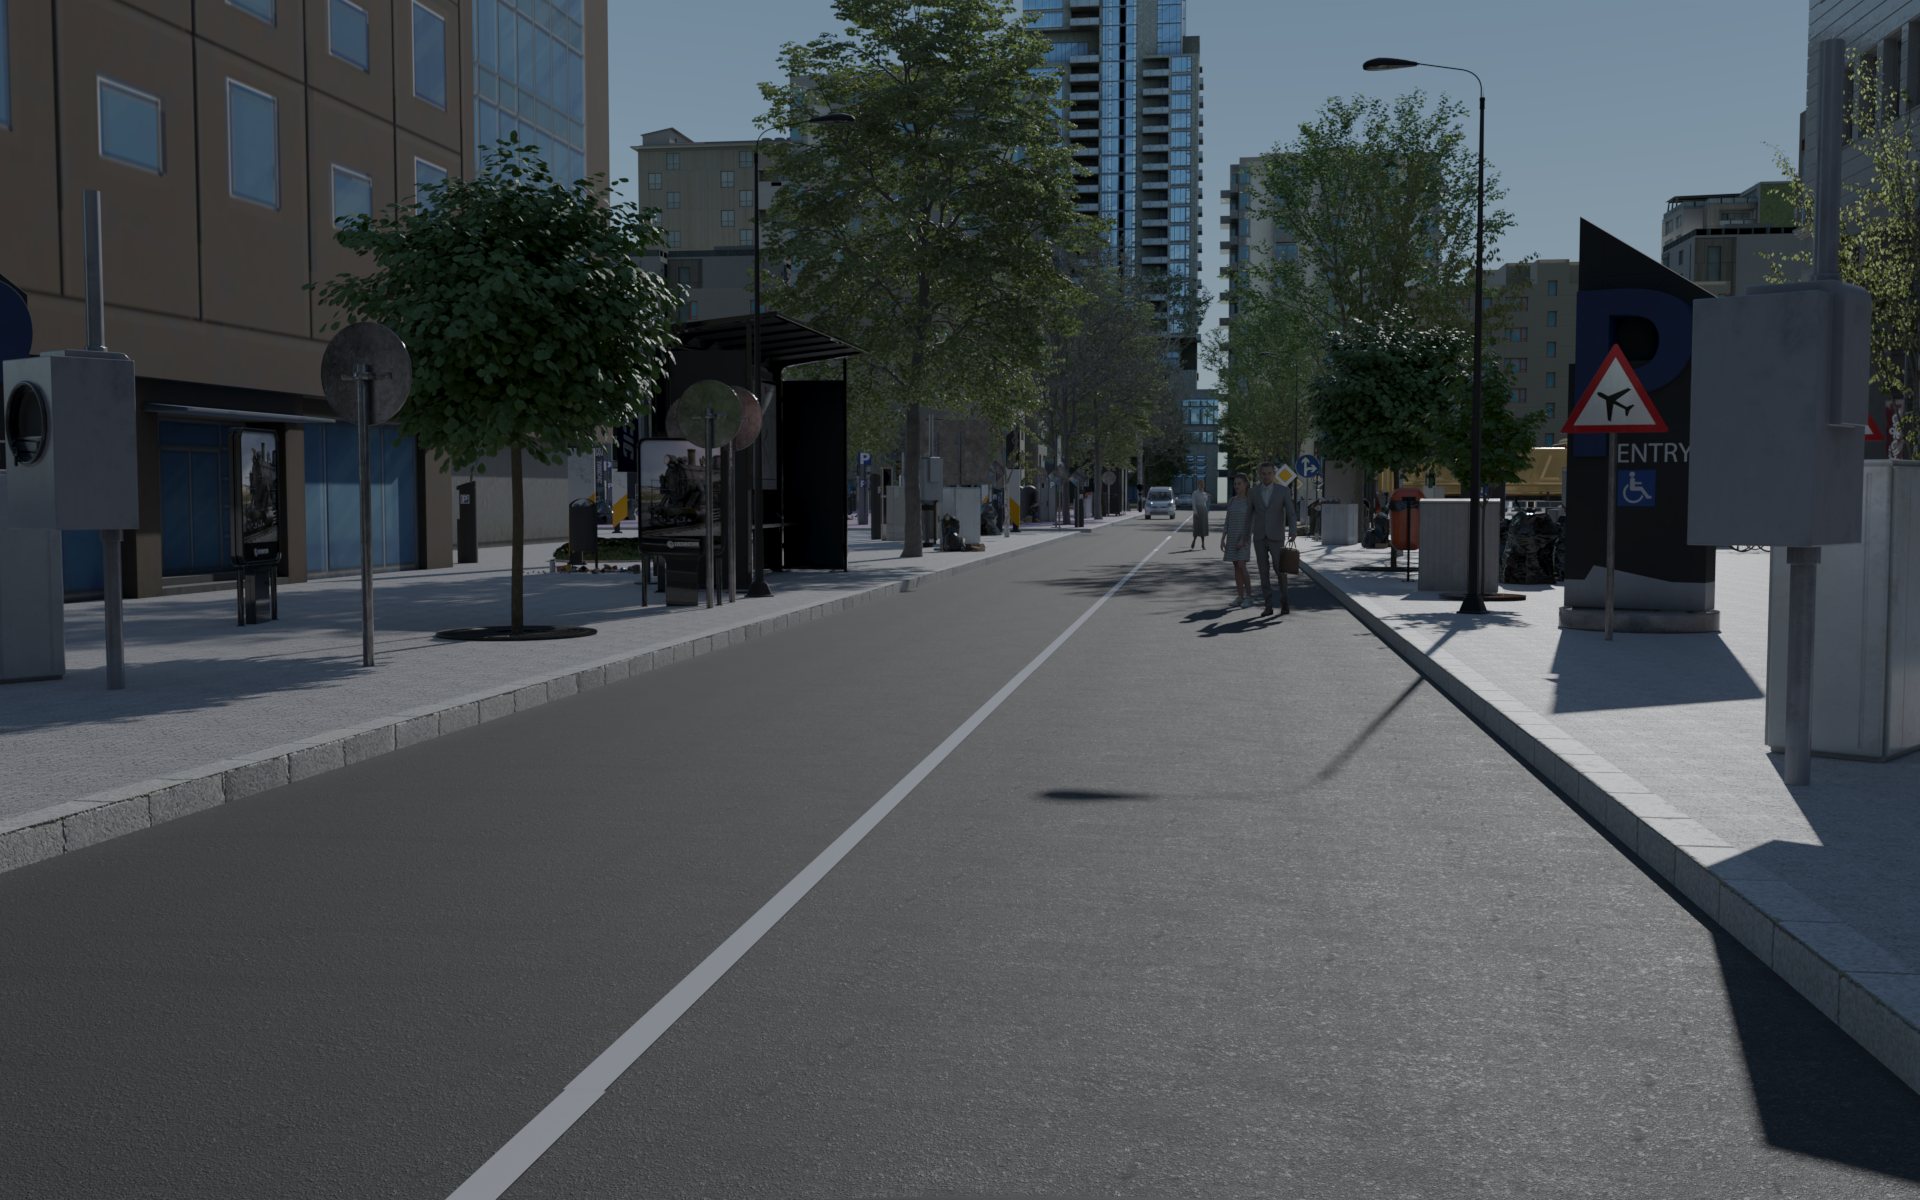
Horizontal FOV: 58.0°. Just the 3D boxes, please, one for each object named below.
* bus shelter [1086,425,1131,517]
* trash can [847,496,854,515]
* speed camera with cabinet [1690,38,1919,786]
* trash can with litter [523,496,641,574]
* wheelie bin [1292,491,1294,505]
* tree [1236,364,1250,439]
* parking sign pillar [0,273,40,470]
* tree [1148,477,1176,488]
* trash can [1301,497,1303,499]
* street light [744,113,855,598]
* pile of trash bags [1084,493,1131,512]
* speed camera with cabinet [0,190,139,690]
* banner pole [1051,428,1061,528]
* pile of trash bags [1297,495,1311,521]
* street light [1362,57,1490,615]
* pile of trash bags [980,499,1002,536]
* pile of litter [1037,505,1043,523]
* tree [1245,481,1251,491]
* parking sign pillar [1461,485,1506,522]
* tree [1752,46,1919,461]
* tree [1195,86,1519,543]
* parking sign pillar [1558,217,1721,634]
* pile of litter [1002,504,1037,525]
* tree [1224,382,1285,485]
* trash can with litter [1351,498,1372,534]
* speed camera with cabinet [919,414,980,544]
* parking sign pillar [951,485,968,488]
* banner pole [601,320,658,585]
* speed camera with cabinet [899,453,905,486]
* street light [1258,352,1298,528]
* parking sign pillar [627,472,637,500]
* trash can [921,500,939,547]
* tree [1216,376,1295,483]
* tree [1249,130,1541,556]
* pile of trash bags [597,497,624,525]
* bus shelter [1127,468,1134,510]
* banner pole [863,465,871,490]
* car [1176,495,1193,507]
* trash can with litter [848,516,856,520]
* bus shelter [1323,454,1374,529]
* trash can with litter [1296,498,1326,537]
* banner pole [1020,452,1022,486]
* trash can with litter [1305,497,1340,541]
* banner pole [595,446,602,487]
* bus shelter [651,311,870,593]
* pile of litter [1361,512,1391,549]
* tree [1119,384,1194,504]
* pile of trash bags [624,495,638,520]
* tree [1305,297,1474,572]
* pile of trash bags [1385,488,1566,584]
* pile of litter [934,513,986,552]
[{"bbox_3d":[8.661,-7.550,101.067,2.179,5.291,8.768,1,4,8],"label":"bus shelter"},{"bbox_3d":[-6.853,-5.742,105.530,0.748,1.137,0.748,0,3,0],"label":"trash can"},{"bbox_3d":[4.148,-0.853,8.279,0.660,3.252,2.038,3,5,44],"label":"speed camera with cabinet"},{"bbox_3d":[-5.872,-1.049,28.212,2.233,1.210,1.678,2,4,23],"label":"trash can with litter"},{"bbox_3d":[13.610,-3.973,72.860,0.980,1.594,0.693,3,5,45],"label":"wheelie bin"},{"bbox_3d":[14.551,-7.738,76.872,4.737,8.622,4.395,0,3,0],"label":"tree"},{"bbox_3d":[-8.754,-1.636,15.229,1.447,3.967,1.447,2,4,31],"label":"parking sign pillar"},{"bbox_3d":[23.477,-13.416,203.063,4.285,4.588,4.351,0,3,0],"label":"tree"},{"bbox_3d":[19.794,-5.337,98.917,0.748,1.137,0.748,0,3,0],"label":"trash can"},{"bbox_3d":[-1.973,-2.986,21.361,1.470,5.913,1.316,1,4,8],"label":"street light"},{"bbox_3d":[10.687,-7.150,126.653,3.447,1.369,1.912,-1,4,-22],"label":"pile of trash bags"},{"bbox_3d":[-6.321,-1.059,11.654,2.038,3.252,0.660,3,4,37],"label":"speed camera with cabinet"},{"bbox_3d":[3.697,-4.609,65.380,0.401,3.779,0.863,-1,4,-13],"label":"banner pole"},{"bbox_3d":[15.845,-4.404,81.752,3.447,1.369,1.912,-3,5,-39],"label":"pile of trash bags"},{"bbox_3d":[4.983,-2.813,18.532,1.470,5.913,1.316,1,4,8],"label":"street light"},{"bbox_3d":[0.041,-2.749,54.690,1.912,1.369,3.447,-1,4,-15],"label":"pile of trash bags"},{"bbox_3d":[3.130,-3.912,77.923,1.176,0.858,1.719,0,4,3],"label":"pile of litter"},{"bbox_3d":[28.984,-10.997,174.407,1.663,3.219,1.824,0,3,0],"label":"tree"},{"bbox_3d":[15.910,-3.924,52.623,1.447,3.967,1.447,1,4,20],"label":"parking sign pillar"},{"bbox_3d":[15.082,-4.723,27.585,4.360,8.622,3.978,0,3,0],"label":"tree"},{"bbox_3d":[10.458,-7.305,45.190,9.928,11.665,9.643,0,3,0],"label":"tree"},{"bbox_3d":[6.502,-1.714,16.494,1.447,3.967,1.447,2,4,35],"label":"parking sign pillar"},{"bbox_3d":[2.144,-3.624,73.216,1.719,0.858,1.176,-1,4,-21],"label":"pile of litter"},{"bbox_3d":[18.619,-9.609,107.467,4.360,8.622,3.978,0,3,0],"label":"tree"},{"bbox_3d":[11.795,-2.426,51.047,0.624,1.170,1.055,2,4,23],"label":"trash can with litter"},{"bbox_3d":[-0.372,-3.019,43.700,0.660,3.252,2.038,3,5,44],"label":"speed camera with cabinet"},{"bbox_3d":[0.008,-8.066,120.345,1.447,3.967,1.447,2,4,29],"label":"parking sign pillar"},{"bbox_3d":[-4.566,-2.103,24.401,0.401,3.779,0.863,2,4,30],"label":"banner pole"},{"bbox_3d":[-2.381,-5.372,82.172,0.660,3.252,2.038,-1,4,-14],"label":"speed camera with cabinet"},{"bbox_3d":[10.462,-5.151,56.753,1.470,5.913,1.316,1,4,8],"label":"street light"},{"bbox_3d":[-25.401,-8.970,135.123,1.447,3.967,1.447,0,4,8],"label":"parking sign pillar"},{"bbox_3d":[-0.873,-1.851,41.920,0.748,1.137,0.748,0,3,0],"label":"trash can"},{"bbox_3d":[28.393,-15.165,166.068,7.486,12.596,7.792,0,3,0],"label":"tree"},{"bbox_3d":[9.230,-5.198,35.342,4.737,8.622,4.395,0,3,0],"label":"tree"},{"bbox_3d":[-16.010,-3.795,71.807,1.912,1.369,3.447,3,4,36],"label":"pile of trash bags"},{"bbox_3d":[11.151,-7.829,121.933,2.014,3.302,5.546,1,4,8],"label":"bus shelter"},{"bbox_3d":[-7.149,-8.693,132.151,0.863,3.779,0.401,-1,4,-18],"label":"banner pole"},{"bbox_3d":[25.448,-11.214,195.709,2.083,1.381,4.827,1,4,10],"label":"car"},{"bbox_3d":[-6.159,-4.591,86.119,2.233,1.210,1.678,1,4,16],"label":"trash can with litter"},{"bbox_3d":[14.901,-4.440,66.523,2.014,3.302,5.546,1,4,8],"label":"bus shelter"},{"bbox_3d":[10.577,-2.508,52.387,0.624,1.170,1.055,-3,5,-44],"label":"trash can with litter"},{"bbox_3d":[3.509,-6.926,103.258,0.401,3.779,0.863,-2,4,-29],"label":"banner pole"},{"bbox_3d":[10.719,-2.273,48.221,2.233,1.210,1.678,1,4,9],"label":"trash can with litter"},{"bbox_3d":[-16.175,-5.407,78.429,0.863,3.779,0.401,1,4,18],"label":"banner pole"},{"bbox_3d":[-2.766,-2.089,25.436,1.731,3.624,6.357,1,4,8],"label":"bus shelter"},{"bbox_3d":[10.303,-1.678,41.397,1.719,0.858,1.176,-2,4,-24],"label":"pile of litter"},{"bbox_3d":[17.879,-15.179,165.184,9.611,12.733,9.660,0,3,0],"label":"tree"},{"bbox_3d":[-16.376,-4.569,84.450,3.447,1.369,1.912,2,4,35],"label":"pile of trash bags"},{"bbox_3d":[7.296,-2.771,29.012,4.285,4.588,4.351,0,3,0],"label":"tree"},{"bbox_3d":[7.980,-0.953,25.328,3.447,1.369,1.912,0,4,8],"label":"pile of trash bags"},{"bbox_3d":[0.003,-1.540,39.138,1.176,0.858,1.719,0,4,-5],"label":"pile of litter"}]
